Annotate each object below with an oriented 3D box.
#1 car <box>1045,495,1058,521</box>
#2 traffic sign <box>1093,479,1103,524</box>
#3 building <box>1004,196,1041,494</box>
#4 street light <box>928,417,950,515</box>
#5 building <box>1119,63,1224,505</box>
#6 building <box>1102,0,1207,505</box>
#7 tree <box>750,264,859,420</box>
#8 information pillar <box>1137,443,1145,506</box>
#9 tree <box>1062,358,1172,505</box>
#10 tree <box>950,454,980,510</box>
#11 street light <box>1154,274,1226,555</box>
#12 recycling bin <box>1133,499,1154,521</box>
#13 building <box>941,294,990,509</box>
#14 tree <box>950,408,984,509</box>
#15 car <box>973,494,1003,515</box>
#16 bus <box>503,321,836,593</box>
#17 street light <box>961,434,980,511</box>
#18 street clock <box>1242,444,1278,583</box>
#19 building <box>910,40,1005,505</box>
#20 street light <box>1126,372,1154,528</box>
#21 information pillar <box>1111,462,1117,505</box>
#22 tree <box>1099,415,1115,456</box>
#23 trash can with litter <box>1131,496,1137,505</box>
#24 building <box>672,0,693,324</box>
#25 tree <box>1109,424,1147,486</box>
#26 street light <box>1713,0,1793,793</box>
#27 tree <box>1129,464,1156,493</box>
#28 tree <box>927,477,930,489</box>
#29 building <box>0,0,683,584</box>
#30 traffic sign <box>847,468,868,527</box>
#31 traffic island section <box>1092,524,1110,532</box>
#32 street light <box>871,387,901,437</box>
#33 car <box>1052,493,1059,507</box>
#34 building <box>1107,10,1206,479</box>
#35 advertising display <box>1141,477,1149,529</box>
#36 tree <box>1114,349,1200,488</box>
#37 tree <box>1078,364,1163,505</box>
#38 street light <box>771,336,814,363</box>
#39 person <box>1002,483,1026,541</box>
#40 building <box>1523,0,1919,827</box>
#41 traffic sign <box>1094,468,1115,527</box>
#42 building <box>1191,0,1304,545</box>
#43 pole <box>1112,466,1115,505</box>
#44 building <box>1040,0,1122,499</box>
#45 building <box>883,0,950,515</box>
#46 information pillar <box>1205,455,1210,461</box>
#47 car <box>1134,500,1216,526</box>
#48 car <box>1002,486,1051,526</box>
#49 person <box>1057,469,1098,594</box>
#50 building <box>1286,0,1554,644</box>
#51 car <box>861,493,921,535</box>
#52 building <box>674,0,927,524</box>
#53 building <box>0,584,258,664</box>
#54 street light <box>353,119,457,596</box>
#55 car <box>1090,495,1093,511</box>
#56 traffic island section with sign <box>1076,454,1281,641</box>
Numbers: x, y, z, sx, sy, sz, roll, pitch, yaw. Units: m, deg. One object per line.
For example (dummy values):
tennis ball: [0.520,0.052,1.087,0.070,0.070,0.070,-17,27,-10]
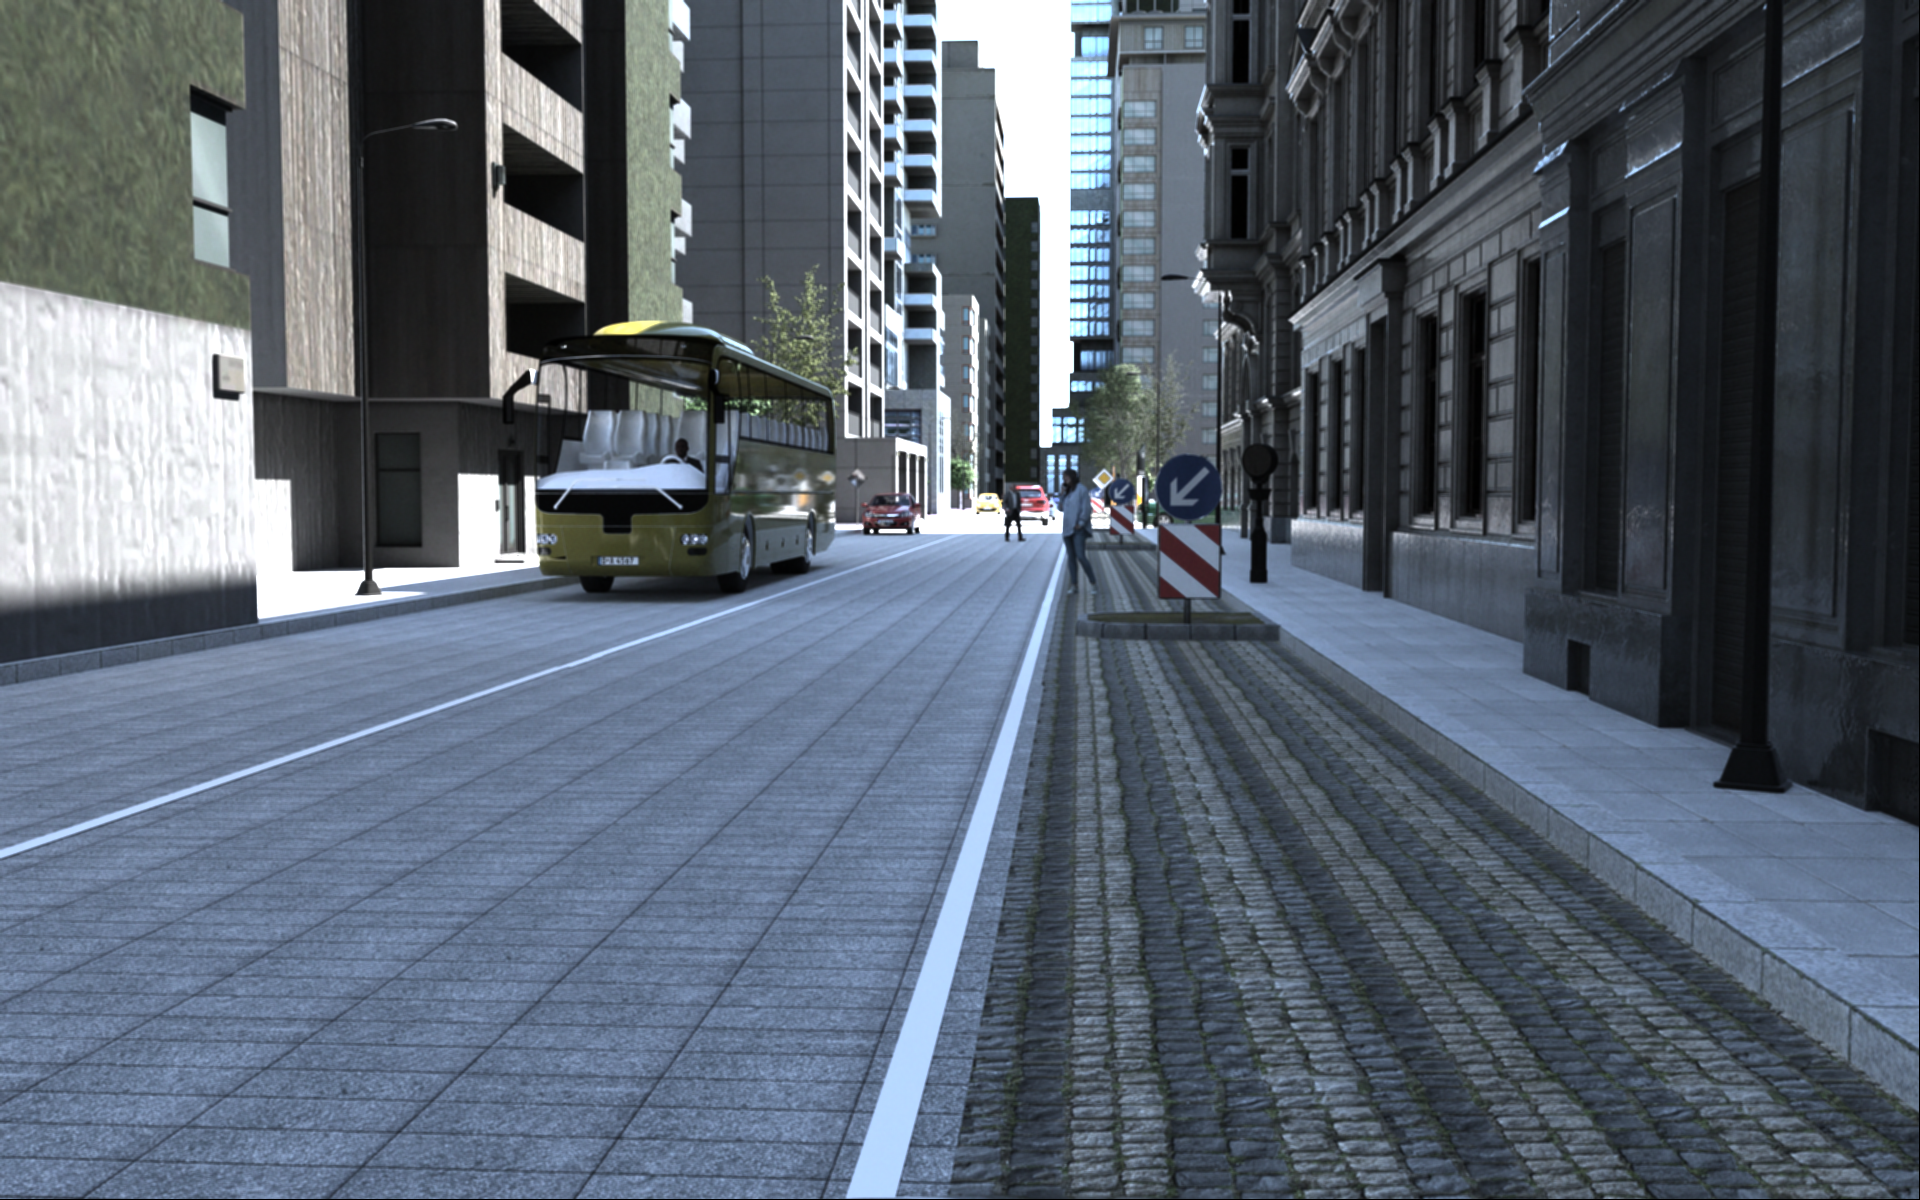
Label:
car: [4.331,-4.997,93.696,2.014,1.417,4.499,0,4,3]
traffic sign: [6.093,-4.336,74.531,0.795,2.450,0.064,0,4,4]
building: [4.198,-34.049,240.295,14.086,41.232,14.154,0,4,4]
street light: [-1.274,-8.080,104.649,1.470,5.913,1.316,0,4,4]
building: [22.587,-29.643,168.251,14.154,41.232,14.086,0,4,4]
building: [27.981,-47.336,212.193,20.563,71.187,20.611,0,4,4]
tree: [-5.342,-6.478,56.275,4.737,8.622,4.395,0,3,0]
information pillar: [8.367,-5.420,79.964,0.504,3.616,0.183,-3,5,-41]
tree: [11.154,-11.290,119.006,7.601,10.594,8.767,2,4,33]
tree: [-0.057,-9.651,141.506,4.285,4.588,4.351,0,3,0]
street light: [4.945,-3.926,36.732,1.470,5.913,1.316,0,4,4]
recycling bin: [8.624,-4.213,81.443,0.722,1.027,0.722,-3,5,-39]
building: [-11.697,-19.611,165.674,27.650,21.520,28.899,0,4,4]
tree: [0.075,-12.029,147.030,4.360,8.622,3.978,0,3,0]
car: [1.956,-6.675,119.359,2.015,1.641,3.980,0,4,3]
bus: [-4.101,-2.256,28.431,2.896,3.916,12.252,0,4,4]
street light: [0.814,-9.889,134.218,1.470,5.913,1.316,0,4,4]
street clock: [4.325,-1.251,25.026,0.471,2.002,0.358,2,4,35]
building: [-6.235,-34.646,190.166,21.300,48.544,21.600,0,4,4]
street light: [7.012,-5.719,66.046,1.470,5.913,1.316,0,4,4]
information pillar: [11.399,-8.381,128.389,0.504,3.616,0.183,-2,4,-35]
tree: [13.243,-11.500,138.394,4.360,8.622,3.978,0,3,0]
trash can with litter: [10.419,-5.498,101.282,0.624,1.170,1.055,-1,4,-18]
building: [-25.196,-26.808,57.921,30.456,49.044,23.786,0,4,4]
tree: [15.265,-12.759,158.969,4.737,8.622,4.395,0,3,0]
street light: [2.943,-2.136,7.471,1.470,5.913,1.316,0,4,4]
tree: [11.835,-7.067,110.150,1.663,3.219,1.824,0,3,0]
tree: [-2.501,-6.477,100.501,1.663,3.219,1.824,0,3,0]
building: [-13.768,-15.942,32.353,14.160,30.474,14.107,0,4,4]
traffic sign: [-3.979,-3.890,67.242,0.795,2.450,0.064,0,4,4]
traffic island section: [5.565,-2.713,66.640,2.009,0.180,2.903,0,4,4]
street light: [-3.261,-6.267,75.015,1.470,5.913,1.316,0,4,4]
car: [9.375,-9.360,162.620,1.945,1.707,3.694,0,4,3]
building: [30.415,-36.631,188.160,28.713,52.752,27.495,0,4,4]
advertising display: [6.877,-3.614,64.304,0.123,1.923,0.974,1,4,16]
tree: [10.284,-8.476,88.950,4.360,8.622,3.978,0,3,0]
tree: [14.019,-14.233,150.833,7.486,12.596,7.792,0,3,0]
street light: [-4.990,-4.794,50.926,1.470,5.913,1.316,0,4,4]
person: [1.641,-2.659,52.379,0.661,1.777,0.834,-2,4,-35]
building: [8.092,-9.383,2.566,9.793,20.994,18.267,0,4,4]
traffic sign: [5.541,-3.848,66.565,0.795,2.450,0.064,0,4,4]
building: [13.882,-14.016,48.241,14.460,24.649,34.723,0,4,4]
pole: [11.159,-8.072,125.821,0.158,3.312,0.155,0,3,0]
building: [26.973,-56.809,241.492,31.000,86.520,22.319,0,4,4]
building: [-11.453,-49.396,120.291,22.319,86.520,31.000,0,4,4]
information pillar: [14.860,-6.892,104.039,0.183,3.616,0.504,-2,4,-25]
car: [9.518,-3.557,69.948,4.920,1.459,2.131,0,4,2]
car: [3.024,-4.299,78.954,2.281,1.827,5.304,0,4,2]
person: [1.692,-0.978,24.755,0.793,1.790,0.793,1,4,22]
building: [10.034,-9.581,21.275,10.561,19.102,19.286,0,4,4]
car: [-2.438,-3.272,62.536,2.155,1.783,4.494,0,4,4]
building: [-12.219,-39.477,83.708,20.563,71.187,20.611,0,4,4]
building: [-14.439,-14.569,9.910,14.160,30.474,14.107,0,4,4]
street light: [-6.928,-3.004,21.660,1.470,5.913,1.316,0,4,4]
car: [9.924,-7.382,132.695,2.014,1.417,4.499,0,4,3]
traffic island section with sign: [2.194,-0.561,17.797,1.989,1.847,2.006,0,4,4]
